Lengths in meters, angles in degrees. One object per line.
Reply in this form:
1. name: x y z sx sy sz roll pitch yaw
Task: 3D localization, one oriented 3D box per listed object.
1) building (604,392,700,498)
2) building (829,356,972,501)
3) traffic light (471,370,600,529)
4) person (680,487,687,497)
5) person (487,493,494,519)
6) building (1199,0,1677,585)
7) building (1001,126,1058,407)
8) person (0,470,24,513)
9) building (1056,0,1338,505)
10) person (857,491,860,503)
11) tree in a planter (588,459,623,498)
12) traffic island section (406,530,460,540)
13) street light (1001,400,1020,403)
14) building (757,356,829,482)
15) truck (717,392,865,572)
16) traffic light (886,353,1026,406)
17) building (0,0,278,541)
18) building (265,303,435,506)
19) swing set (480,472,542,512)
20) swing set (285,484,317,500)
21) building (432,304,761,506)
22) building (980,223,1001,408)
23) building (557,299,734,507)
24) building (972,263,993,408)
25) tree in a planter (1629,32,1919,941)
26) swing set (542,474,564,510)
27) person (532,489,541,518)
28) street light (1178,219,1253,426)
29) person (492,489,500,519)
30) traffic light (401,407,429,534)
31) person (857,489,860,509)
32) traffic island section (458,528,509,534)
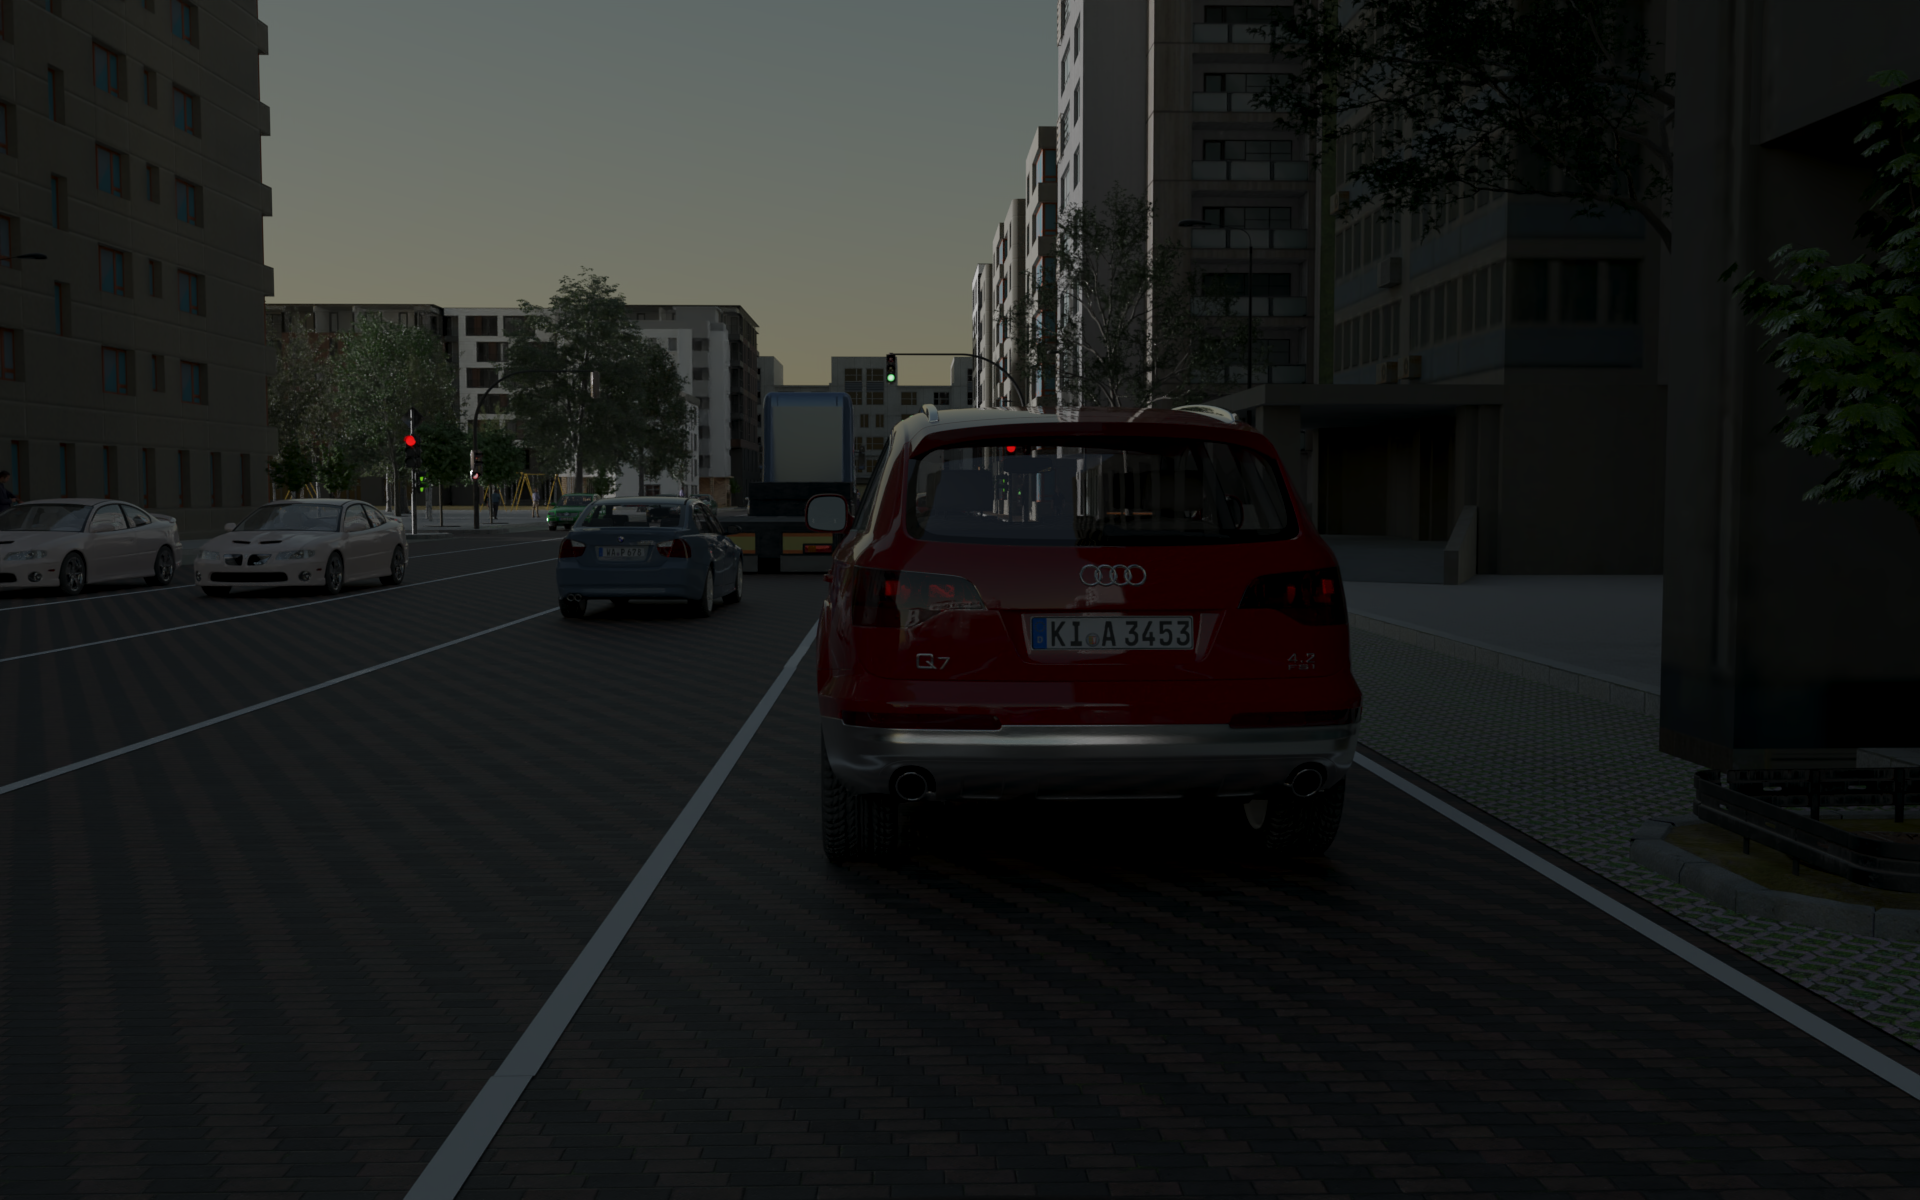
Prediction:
1. building: -27.539 -12.911 153.240 9.099 9.664 28.070 0 4 -2
2. building: -1.016 -22.315 231.309 31.486 18.905 16.747 0 4 -2
3. traffic light: -15.631 -5.436 63.544 4.771 5.953 1.251 0 4 -2
4. person: -22.066 -8.097 138.293 0.599 1.838 0.709 -2 4 -27
5. person: -24.457 -4.914 90.293 0.435 1.345 0.340 0 4 -4
6. building: 20.714 -20.805 32.043 32.217 40.220 23.993 0 4 -2
7. building: 17.057 -15.380 96.501 27.650 21.520 28.899 0 4 -2
8. person: -19.399 -1.763 35.316 0.568 1.767 0.683 -2 4 -24
9. building: 11.463 -23.667 70.552 14.086 41.232 14.154 0 4 -2
10. person: -12.671 -12.591 214.229 0.599 1.838 0.709 2 4 31
11. tree in a planter: -18.162 -5.560 88.134 1.991 3.239 1.994 0 4 -2
12. traffic island section: -17.521 -2.038 55.599 2.009 0.180 2.903 0 4 -2
13. street light: 2.744 -6.911 85.535 1.470 5.913 1.316 0 4 -2
14. building: -32.480 -22.241 230.101 31.486 18.905 16.747 0 4 -2
15. truck: -3.778 -3.071 39.976 2.967 4.110 18.799 0 4 -2
16. traffic light: 0.003 -4.966 55.859 4.771 5.953 1.251 0 4 -2
17. building: -35.682 -11.941 40.278 28.899 21.520 27.650 0 4 -2
18. building: -73.139 -21.755 199.667 32.646 21.610 27.936 0 4 -2
19. swing set: -32.748 -7.849 125.957 3.119 2.851 2.862 2 4 26
20. swing set: -48.211 -7.909 126.933 2.862 2.851 3.119 -2 4 -28
21. building: -40.399 -21.817 200.683 32.646 21.610 27.936 0 4 -2
22. building: 15.891 -17.143 125.324 27.650 21.520 28.899 0 4 -2
23. building: -30.922 -19.333 172.517 16.016 20.091 11.380 0 4 -2
24. building: 15.037 -19.957 170.267 27.936 21.610 32.646 0 4 -2
25. tree in a planter: 3.615 -0.555 6.299 1.991 3.239 1.994 0 4 -2
26. swing set: -32.632 -8.385 134.707 2.862 2.851 3.119 3 5 42
27. person: -23.159 -5.290 94.603 0.516 1.574 0.319 2 4 29
28. street light: 4.382 -3.481 29.453 1.470 5.913 1.316 0 4 -2
29. person: -23.534 -4.860 87.710 0.499 1.552 0.429 3 4 38
30. traffic light: -17.481 -4.070 55.465 0.839 4.253 0.868 0 4 -2
31. person: -5.525 -5.076 92.412 0.530 1.710 0.541 -2 4 -27
32. traffic island section: -17.759 -2.526 63.580 2.009 0.180 2.903 0 4 -2
